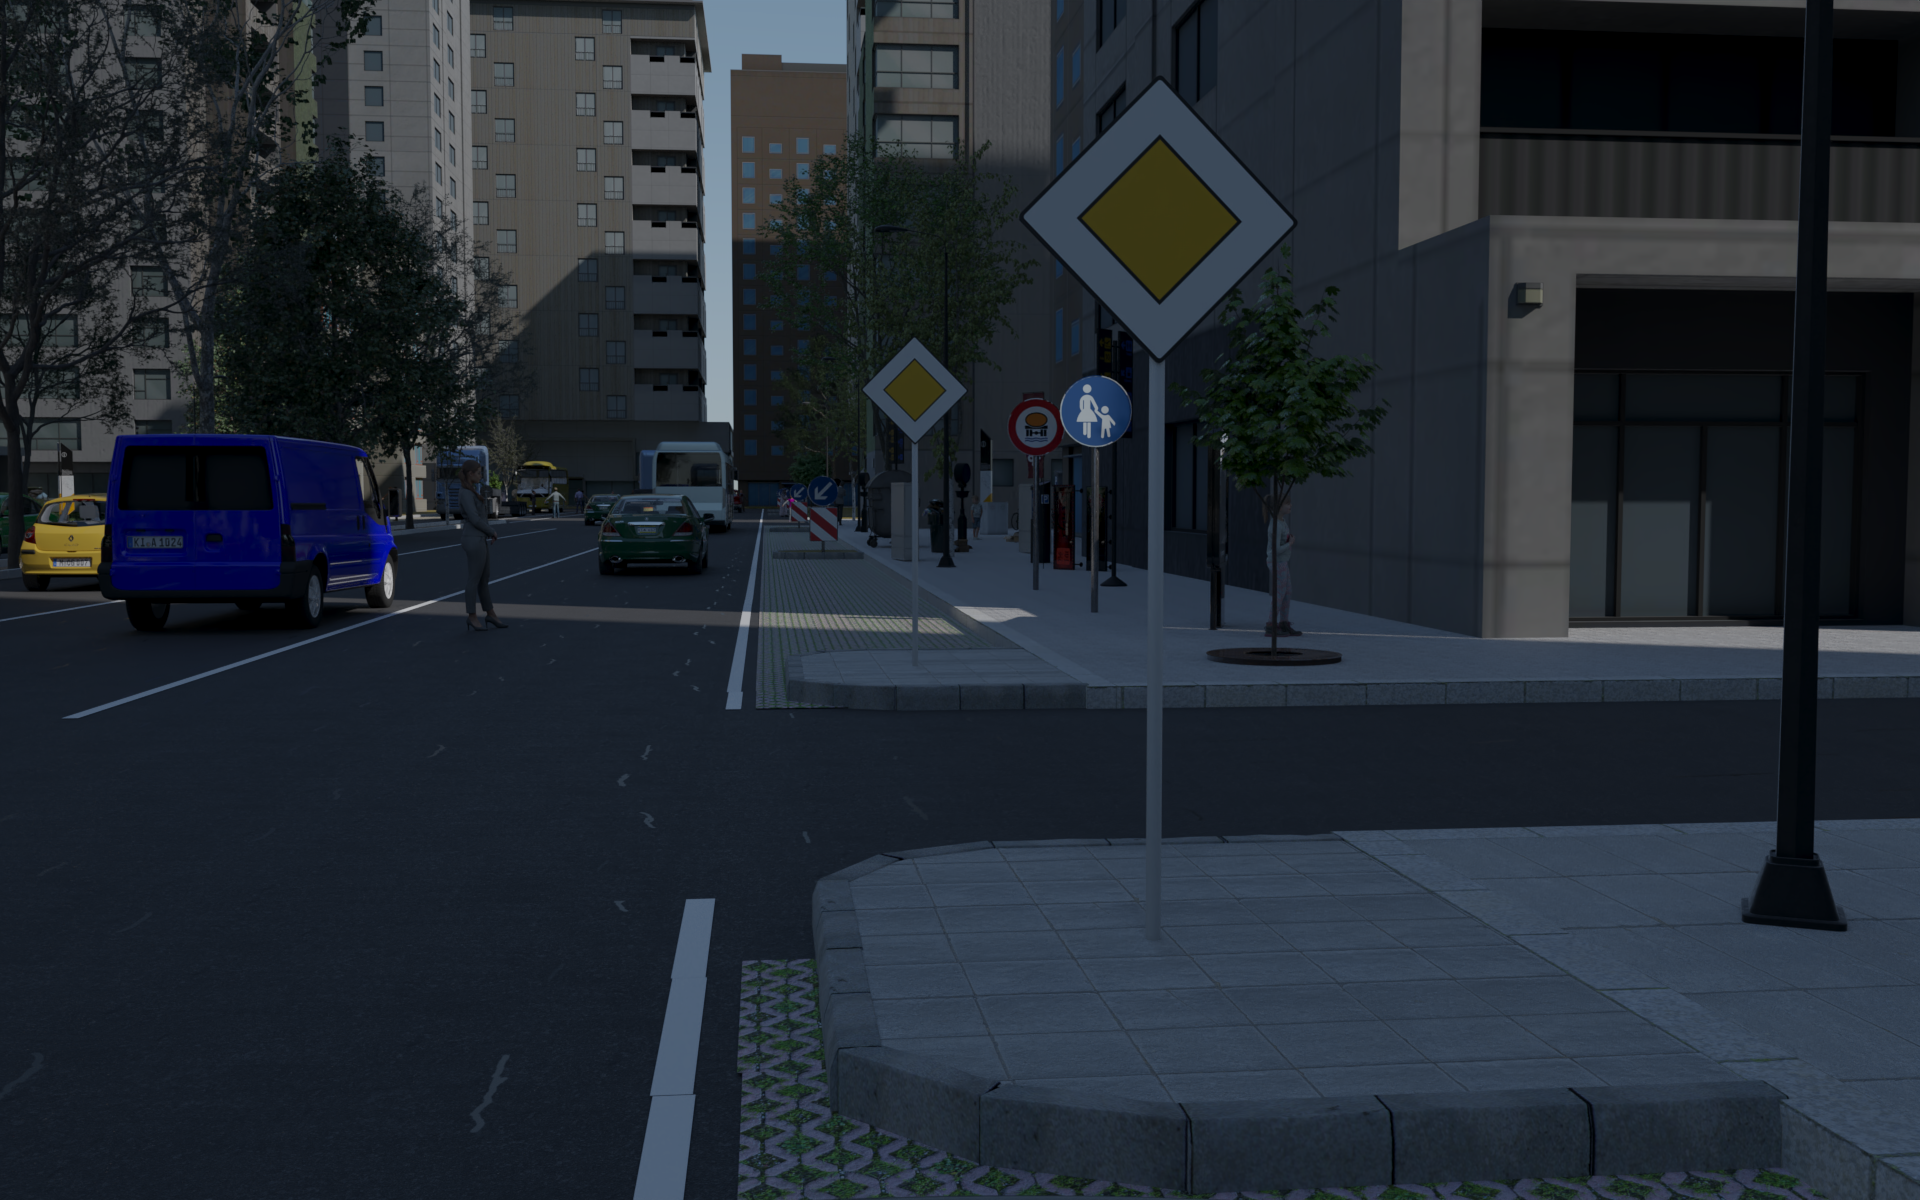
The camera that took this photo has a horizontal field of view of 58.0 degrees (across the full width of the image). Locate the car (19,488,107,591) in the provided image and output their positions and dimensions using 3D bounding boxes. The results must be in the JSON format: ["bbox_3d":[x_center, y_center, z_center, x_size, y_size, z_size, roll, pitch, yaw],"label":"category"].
[{"bbox_3d":[-13.093,-1.033,27.109,2.015,1.641,3.980,0,4,-5],"label":"car"}]

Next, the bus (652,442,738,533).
[{"bbox_3d":[-10.247,-4.447,67.568,2.948,3.499,13.247,0,4,-6],"label":"bus"}]

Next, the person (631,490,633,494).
[{"bbox_3d":[-27.925,-8.538,148.114,1.348,1.821,0.705,0,4,0],"label":"person"}]

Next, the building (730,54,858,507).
[{"bbox_3d":[-16.474,-32.440,180.511,14.200,45.320,14.600,0,4,-6],"label":"building"}]

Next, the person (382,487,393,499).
[{"bbox_3d":[-35.597,-6.189,108.061,0.721,1.723,1.217,2,4,25],"label":"person"}]

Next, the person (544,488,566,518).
[{"bbox_3d":[-23.884,-5.732,102.294,1.350,1.814,0.705,-2,4,-31],"label":"person"}]

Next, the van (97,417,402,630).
[{"bbox_3d":[-7.948,-0.954,19.975,2.240,2.365,5.245,0,4,-5],"label":"van"}]

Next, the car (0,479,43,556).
[{"bbox_3d":[-20.576,-1.686,36.371,1.959,1.807,4.718,0,4,-6],"label":"car"}]

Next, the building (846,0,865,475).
[{"bbox_3d":[4.372,-34.174,147.981,28.713,52.752,27.495,0,4,-6],"label":"building"}]

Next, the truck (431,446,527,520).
[{"bbox_3d":[-28.168,-6.895,102.484,2.967,4.110,18.799,0,4,-6],"label":"truck"}]

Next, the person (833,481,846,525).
[{"bbox_3d":[-4.964,-3.960,70.963,0.592,1.802,0.473,0,4,1],"label":"person"}]

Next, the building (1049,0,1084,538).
[{"bbox_3d":[10.388,-24.192,45.652,14.600,45.320,14.200,0,4,-6],"label":"building"}]

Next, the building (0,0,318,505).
[{"bbox_3d":[-42.841,-19.566,91.598,14.160,30.474,14.107,0,4,-6],"label":"building"}]

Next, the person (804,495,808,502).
[{"bbox_3d":[-12.647,-8.236,140.574,0.599,1.838,0.709,-3,5,-40],"label":"person"}]

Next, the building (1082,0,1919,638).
[{"bbox_3d":[13.747,-35.856,24.490,20.611,71.187,20.563,0,4,-6],"label":"building"}]

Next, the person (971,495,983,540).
[{"bbox_3d":[0.478,-2.312,48.527,0.332,1.250,0.352,1,4,20],"label":"person"}]

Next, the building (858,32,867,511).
[{"bbox_3d":[0.377,-20.874,112.992,14.160,30.474,14.107,0,4,-6],"label":"building"}]

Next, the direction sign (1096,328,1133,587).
[{"bbox_3d":[2.144,-1.960,24.036,0.379,3.537,0.876,3,4,38],"label":"direction sign"}]

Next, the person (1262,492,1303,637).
[{"bbox_3d":[2.902,-0.321,15.578,0.394,1.301,0.425,0,4,-1],"label":"person"}]

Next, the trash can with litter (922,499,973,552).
[{"bbox_3d":[-0.267,-1.635,38.126,1.055,1.170,0.624,-3,5,-42],"label":"trash can with litter"}]

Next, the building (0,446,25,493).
[{"bbox_3d":[-50.155,-22.302,56.524,32.217,40.220,23.993,0,4,-6],"label":"building"}]

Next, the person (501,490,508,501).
[{"bbox_3d":[-33.328,-7.190,126.725,0.551,1.740,0.621,1,4,20],"label":"person"}]

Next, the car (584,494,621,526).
[{"bbox_3d":[-16.361,-4.187,80.252,2.131,1.459,4.920,0,4,-8],"label":"car"}]

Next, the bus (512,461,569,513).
[{"bbox_3d":[-32.208,-8.694,133.687,2.896,3.916,12.252,0,4,-6],"label":"bus"}]

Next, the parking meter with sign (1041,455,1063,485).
[{"bbox_3d":[3.447,-3.653,55.987,1.738,3.016,0.543,-1,4,-11],"label":"parking meter with sign"}]

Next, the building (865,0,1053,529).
[{"bbox_3d":[3.083,-23.642,70.148,14.154,41.232,14.086,0,4,-6],"label":"building"}]

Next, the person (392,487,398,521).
[{"bbox_3d":[-29.636,-5.032,90.861,0.705,1.812,1.348,-1,4,-18],"label":"person"}]

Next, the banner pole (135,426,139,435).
[{"bbox_3d":[-30.148,-4.529,64.073,0.863,3.779,0.401,-1,4,-9],"label":"banner pole"}]

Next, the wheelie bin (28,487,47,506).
[{"bbox_3d":[-41.140,-4.231,77.088,0.980,1.594,0.693,-3,5,-44],"label":"wheelie bin"}]

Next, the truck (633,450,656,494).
[{"bbox_3d":[-17.867,-6.774,100.519,2.967,4.110,18.799,0,4,-6],"label":"truck"}]

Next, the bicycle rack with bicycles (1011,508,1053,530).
[{"bbox_3d":[3.069,-2.961,61.800,2.925,0.926,2.852,-2,4,-32],"label":"bicycle rack with bicycles"}]

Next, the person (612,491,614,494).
[{"bbox_3d":[-32.549,-9.347,162.267,0.756,1.711,0.436,-3,4,-37],"label":"person"}]

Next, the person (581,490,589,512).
[{"bbox_3d":[-30.587,-8.043,140.729,1.217,1.735,0.721,3,4,36],"label":"person"}]

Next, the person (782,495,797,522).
[{"bbox_3d":[-8.768,-4.799,90.188,0.991,1.433,0.599,-1,4,-11],"label":"person"}]

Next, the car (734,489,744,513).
[{"bbox_3d":[-17.803,-7.621,133.282,2.281,1.827,5.304,0,4,-7],"label":"car"}]

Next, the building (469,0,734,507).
[{"bbox_3d":[-38.445,-36.444,185.093,27.495,52.752,28.713,0,4,-6],"label":"building"}]

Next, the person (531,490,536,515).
[{"bbox_3d":[-28.709,-6.585,116.966,0.445,1.727,0.742,-3,5,-42],"label":"person"}]

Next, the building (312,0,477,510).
[{"bbox_3d":[-52.641,-43.184,144.303,20.611,71.187,20.563,0,4,-6],"label":"building"}]

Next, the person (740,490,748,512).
[{"bbox_3d":[-17.501,-7.941,138.890,0.990,1.755,0.434,-1,4,-10],"label":"person"}]

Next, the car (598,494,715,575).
[{"bbox_3d":[-5.672,-1.255,32.310,2.131,1.459,4.920,0,4,-6],"label":"car"}]

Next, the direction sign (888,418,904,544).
[{"bbox_3d":[-1.650,-3.234,44.870,0.379,3.537,0.876,-2,4,-27],"label":"direction sign"}]

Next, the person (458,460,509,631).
[{"bbox_3d":[-5.002,-0.579,18.235,0.573,1.790,0.520,-2,4,-30],"label":"person"}]

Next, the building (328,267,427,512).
[{"bbox_3d":[-51.979,-16.383,112.895,27.650,21.520,28.899,0,4,-6],"label":"building"}]

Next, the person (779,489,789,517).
[{"bbox_3d":[-11.015,-6.075,108.496,0.621,1.740,0.551,0,4,6],"label":"person"}]

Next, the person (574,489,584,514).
[{"bbox_3d":[-27.739,-7.202,126.119,0.709,1.838,0.599,-1,4,-19],"label":"person"}]
